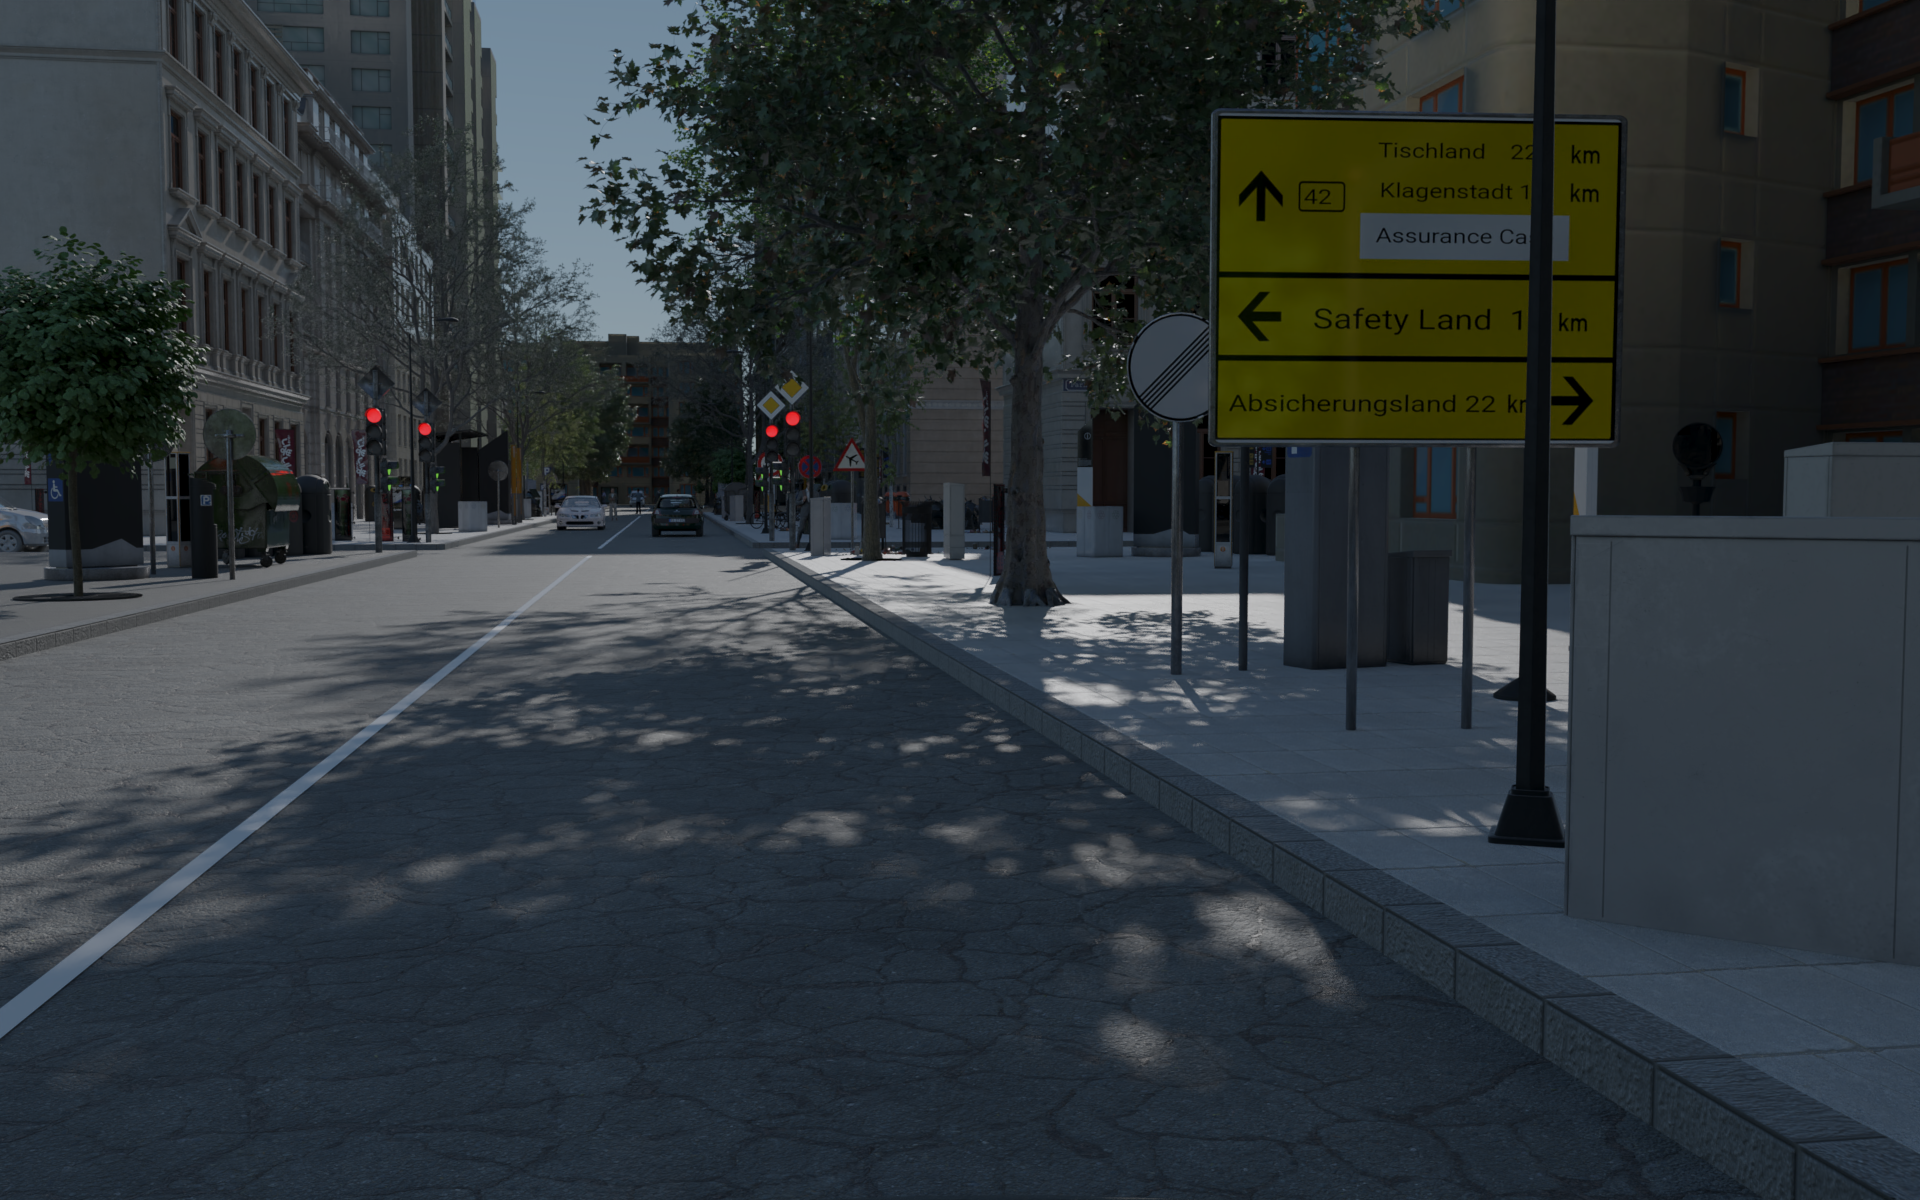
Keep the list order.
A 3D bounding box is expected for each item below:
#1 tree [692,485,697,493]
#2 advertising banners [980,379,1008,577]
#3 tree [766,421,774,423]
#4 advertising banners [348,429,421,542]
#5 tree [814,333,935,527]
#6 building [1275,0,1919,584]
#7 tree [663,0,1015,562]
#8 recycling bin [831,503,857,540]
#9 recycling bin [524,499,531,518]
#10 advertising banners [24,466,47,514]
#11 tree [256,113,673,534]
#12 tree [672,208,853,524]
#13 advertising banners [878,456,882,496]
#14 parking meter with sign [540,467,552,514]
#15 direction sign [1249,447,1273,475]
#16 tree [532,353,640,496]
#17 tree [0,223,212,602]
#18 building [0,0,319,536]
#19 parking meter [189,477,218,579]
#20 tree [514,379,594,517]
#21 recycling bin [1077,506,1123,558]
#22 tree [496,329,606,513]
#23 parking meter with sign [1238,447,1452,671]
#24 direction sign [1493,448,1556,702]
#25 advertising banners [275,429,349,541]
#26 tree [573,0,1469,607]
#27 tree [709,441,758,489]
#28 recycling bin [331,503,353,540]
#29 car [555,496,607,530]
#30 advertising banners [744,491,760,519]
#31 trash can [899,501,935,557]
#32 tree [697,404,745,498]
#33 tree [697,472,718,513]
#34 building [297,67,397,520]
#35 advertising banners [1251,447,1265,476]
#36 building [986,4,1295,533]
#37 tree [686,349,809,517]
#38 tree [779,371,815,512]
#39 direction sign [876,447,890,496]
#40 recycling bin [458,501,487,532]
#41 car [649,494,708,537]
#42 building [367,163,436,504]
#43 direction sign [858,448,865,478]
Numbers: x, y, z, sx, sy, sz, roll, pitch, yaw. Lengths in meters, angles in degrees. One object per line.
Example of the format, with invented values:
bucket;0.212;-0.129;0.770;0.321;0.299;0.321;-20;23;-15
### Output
tree;-28.070;-11.716;186.160;1.663;3.219;1.824;0;3;0
advertising banners;0.628;-1.901;27.277;0.090;3.025;2.074;1;4;18
tree;-10.518;-9.865;111.662;4.737;8.622;4.395;0;3;0
advertising banners;-15.510;-3.093;46.756;2.074;3.025;0.090;1;4;16
tree;-2.883;-7.116;66.715;4.737;8.622;4.395;0;3;0
building;22.097;-10.745;20.729;27.650;21.520;28.899;-1;4;-10
tree;-1.874;-6.562;33.040;9.928;11.665;9.643;0;3;0
recycling bin;-3.313;-2.229;48.995;0.722;1.027;0.722;0;4;4
recycling bin;-23.312;-4.866;92.113;0.722;1.027;0.722;2;4;33
advertising banners;-26.518;-3.285;49.902;0.090;3.025;2.074;0;4;-4
tree;-16.773;-8.862;55.258;12.009;13.543;11.850;0;3;0
tree;-8.842;-9.980;73.535;12.009;13.543;11.850;0;3;0
advertising banners;-3.820;-5.125;79.983;0.090;3.025;2.074;-1;4;-12
parking meter with sign;-26.772;-7.047;111.476;0.543;3.016;1.738;0;4;2
direction sign;8.860;-3.643;51.562;0.876;3.537;0.379;2;4;24
tree;-34.705;-15.566;161.158;9.857;13.997;8.962;0;3;0
tree;-10.855;-2.300;21.312;4.285;4.588;4.351;0;3;0
building;-30.574;-13.750;60.963;11.583;22.565;21.152;-1;4;-10
parking meter;-11.520;-1.099;26.381;0.372;1.533;0.369;0;3;0
tree;-23.237;-9.018;97.803;4.360;8.622;3.978;0;3;0
recycling bin;2.853;-1.395;35.366;0.722;1.027;0.722;-2;4;-26
tree;-27.474;-12.220;117.928;7.486;12.596;7.792;0;3;0
parking meter with sign;2.819;-1.013;12.822;1.738;3.016;0.543;-1;4;-23
direction sign;3.543;-1.148;10.763;0.876;3.537;0.379;-1;4;-11
advertising banners;-17.485;-3.106;46.970;2.074;3.025;0.090;-3;4;-37
tree;0.787;-6.282;19.718;9.611;12.733;9.660;0;3;0
tree;-13.430;-7.347;103.833;4.285;4.588;4.351;0;3;0
recycling bin;-17.460;-2.190;48.353;0.722;1.027;0.722;1;4;16
car;-15.345;-3.539;70.230;2.083;1.381;4.827;-1;4;-10
advertising banners;-10.500;-5.707;89.500;0.090;3.025;2.074;-3;5;-44
trash can;-0.880;-1.452;35.398;0.748;1.137;0.748;0;3;0
tree;-19.224;-11.466;137.833;4.360;8.622;3.978;0;3;0
tree;-16.403;-7.509;117.366;1.663;3.219;1.824;0;3;0
building;-35.676;-14.773;83.340;13.314;21.916;24.055;-1;4;-10
advertising banners;8.406;-3.484;53.157;2.074;3.025;0.090;1;4;9
building;12.160;-13.845;62.529;21.152;22.565;11.583;-1;4;-10
tree;-11.667;-9.906;96.367;7.601;10.594;8.767;-1;4;-11
tree;-6.860;-8.431;88.216;4.737;8.622;4.395;0;3;0
direction sign;-3.816;-5.628;84.016;0.876;3.537;0.379;1;4;11
recycling bin;-16.640;-2.850;59.151;0.722;1.027;0.722;3;5;41
car;-9.668;-3.034;59.384;2.009;1.686;4.222;0;4;-8
building;-37.969;-15.227;103.709;10.420;20.320;16.860;-1;4;-10
direction sign;-4.617;-5.694;85.088;0.876;3.537;0.379;-3;4;-37
